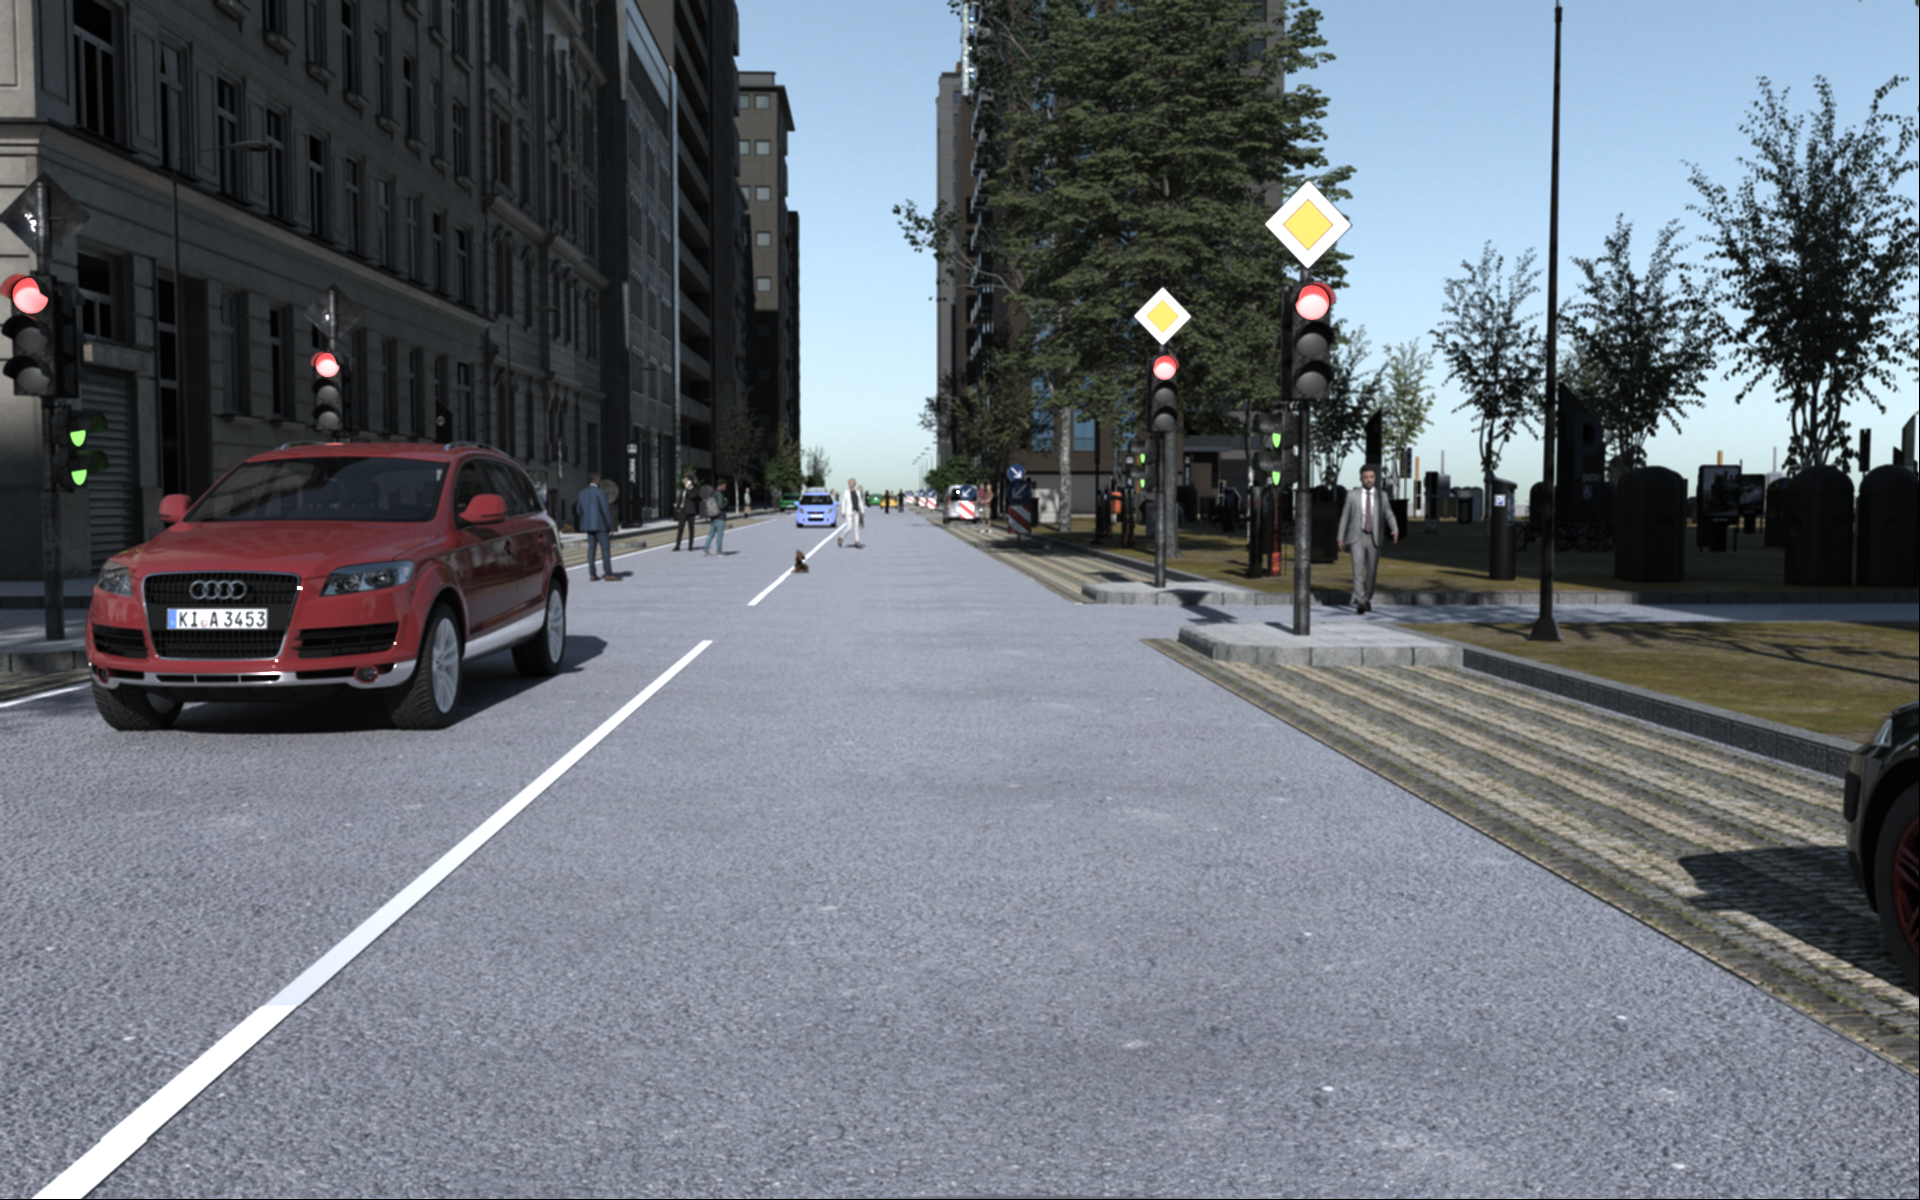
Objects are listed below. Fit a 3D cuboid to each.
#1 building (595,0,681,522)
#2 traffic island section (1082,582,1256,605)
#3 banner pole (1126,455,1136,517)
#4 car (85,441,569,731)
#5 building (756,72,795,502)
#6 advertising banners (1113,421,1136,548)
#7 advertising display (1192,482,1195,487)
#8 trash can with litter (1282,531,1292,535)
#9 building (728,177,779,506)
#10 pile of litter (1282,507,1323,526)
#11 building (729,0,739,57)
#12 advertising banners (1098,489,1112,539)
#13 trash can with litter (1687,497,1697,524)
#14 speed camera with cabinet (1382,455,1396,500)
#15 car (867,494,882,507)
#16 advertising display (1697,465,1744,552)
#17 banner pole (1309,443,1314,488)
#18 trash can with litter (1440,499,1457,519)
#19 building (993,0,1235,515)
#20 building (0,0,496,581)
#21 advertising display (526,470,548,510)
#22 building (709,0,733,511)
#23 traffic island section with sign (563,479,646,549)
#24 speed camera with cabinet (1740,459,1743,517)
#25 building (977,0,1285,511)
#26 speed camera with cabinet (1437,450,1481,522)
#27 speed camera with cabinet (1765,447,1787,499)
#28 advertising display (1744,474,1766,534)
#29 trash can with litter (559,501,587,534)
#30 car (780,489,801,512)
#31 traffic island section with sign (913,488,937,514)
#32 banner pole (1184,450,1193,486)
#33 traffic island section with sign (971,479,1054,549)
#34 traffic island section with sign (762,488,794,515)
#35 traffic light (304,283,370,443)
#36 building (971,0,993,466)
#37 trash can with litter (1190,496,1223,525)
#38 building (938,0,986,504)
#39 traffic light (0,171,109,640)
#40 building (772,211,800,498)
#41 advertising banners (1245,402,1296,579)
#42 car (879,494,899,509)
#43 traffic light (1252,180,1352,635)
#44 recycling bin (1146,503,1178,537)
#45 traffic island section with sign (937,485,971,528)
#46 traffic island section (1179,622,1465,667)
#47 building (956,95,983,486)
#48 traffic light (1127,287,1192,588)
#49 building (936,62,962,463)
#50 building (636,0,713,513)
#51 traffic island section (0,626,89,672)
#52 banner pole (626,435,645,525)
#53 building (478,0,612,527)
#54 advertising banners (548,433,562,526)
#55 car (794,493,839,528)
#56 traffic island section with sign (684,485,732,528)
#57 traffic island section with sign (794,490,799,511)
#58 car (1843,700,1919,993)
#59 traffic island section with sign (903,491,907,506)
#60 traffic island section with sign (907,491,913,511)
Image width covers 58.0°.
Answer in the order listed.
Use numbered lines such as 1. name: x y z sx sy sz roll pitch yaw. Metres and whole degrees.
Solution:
1. building: -21.444 -16.499 87.774 12.078 24.808 19.932 0 4 -3
2. traffic island section: 2.767 -0.090 23.759 2.009 0.180 2.903 0 4 -3
3. banner pole: 9.732 -6.586 97.697 0.863 3.779 0.401 0 4 -5
4. car: -4.169 -0.215 12.194 2.281 1.827 5.304 0 4 -1
5. building: -35.856 -38.614 220.578 28.713 52.752 27.495 0 4 -3
6. advertising banners: 3.951 -2.762 41.339 0.090 3.025 2.074 1 4 17
7. advertising display: 12.692 -5.452 94.349 0.123 1.923 0.974 0 4 5
8. trash can with litter: 9.809 -2.633 54.107 1.678 1.210 2.233 1 4 14
9. building: -36.924 -30.761 194.821 32.217 40.220 23.993 0 4 -3
10. pile of litter: 13.901 -3.441 70.223 1.176 0.858 1.719 -2 4 -31
11. building: -32.902 -34.079 146.430 28.713 52.752 27.495 0 4 -3
12. advertising banners: 4.346 -3.329 50.612 0.090 3.025 2.074 1 4 20
13. trash can with litter: 31.205 -3.822 73.871 0.624 1.170 1.055 3 5 39
14. speed camera with cabinet: 21.933 -5.800 89.170 0.660 3.252 2.038 0 4 1
15. car: -9.249 -11.121 190.625 1.959 1.807 4.718 0 4 -4
16. advertising display: 16.846 -2.033 38.446 0.974 1.923 0.123 -1 4 -12
17. banner pole: 16.992 -5.768 84.321 0.401 3.779 0.863 -3 4 -37
18. trash can with litter: 25.458 -4.821 89.887 2.233 1.210 1.678 2 4 30
19. building: 9.527 -28.366 113.893 14.600 45.320 14.200 0 4 -3
20. building: -21.287 -12.562 38.670 16.112 22.955 30.059 0 4 -3
21. advertising display: -11.375 -2.526 46.513 0.123 1.923 0.974 1 4 18
22. building: -24.236 -29.120 126.224 14.600 45.320 14.200 0 4 -3
23. traffic island section with sign: -9.427 -2.294 46.134 1.989 1.847 2.006 0 4 -3
24. speed camera with cabinet: 44.417 -6.356 98.248 0.660 3.252 2.038 2 4 28
25. building: 12.030 -42.346 130.609 20.563 71.187 20.611 0 4 -3
26. speed camera with cabinet: 22.559 -5.153 78.580 2.038 3.252 0.660 0 4 6
27. speed camera with cabinet: 34.737 -4.764 72.220 2.038 3.252 0.660 3 5 45
28. advertising display: 25.604 -3.113 56.109 0.123 1.923 0.974 -2 4 -30
29. trash can with litter: -12.527 -2.764 56.575 0.624 1.170 1.055 3 4 38
30. car: -13.371 -7.876 137.569 1.959 1.807 4.718 0 4 -2
31. traffic island section with sign: -2.164 -7.032 123.596 1.989 1.847 2.006 0 4 -3
32. banner pole: 12.925 -6.585 97.685 0.401 3.779 0.863 -2 4 -34
33. traffic island section with sign: 1.410 -2.290 46.076 1.989 1.847 2.006 0 4 -3
34. traffic island section with sign: -12.900 -6.912 121.639 1.989 1.847 2.006 0 4 -3
35. traffic light: -8.322 -2.092 23.121 0.839 4.253 0.868 0 4 -3
36. building: 12.497 -32.883 157.249 23.786 49.044 30.456 0 4 -3
37. trash can with litter: 10.697 -3.797 73.139 1.678 1.210 2.233 -1 4 -14
38. building: 8.967 -55.060 212.902 22.319 86.520 31.000 0 4 -3
39. traffic light: -7.955 -1.604 15.144 0.839 4.253 0.868 0 4 -3
40. building: -29.826 -34.219 243.082 14.154 41.232 14.086 0 4 -3
41. advertising banners: 4.890 -1.880 26.920 0.090 3.025 2.074 2 4 32
42. car: -6.901 -9.676 168.418 2.015 1.641 3.980 0 4 -3
43. traffic light: 3.094 -1.636 15.667 0.839 4.253 0.868 0 4 -3
44. recycling bin: 5.994 -2.376 51.398 0.722 1.027 0.722 3 4 36
45. traffic island section with sign: 0.149 -3.959 73.361 1.989 1.847 2.006 0 4 -3
46. traffic island section: 3.134 0.397 15.783 2.009 0.180 2.903 0 4 -3
47. building: 6.739 -33.107 191.412 14.600 45.320 14.200 0 4 -3
48. traffic light: 2.726 -2.124 23.643 0.839 4.253 0.868 0 4 -3
49. building: 7.247 -42.929 243.891 21.231 58.520 28.212 0 4 -3
50. building: -27.262 -29.598 107.631 21.300 48.544 21.600 0 4 -3
51. traffic island section: -7.996 0.428 15.277 2.009 0.180 2.903 0 4 -3
52. banner pole: -13.641 -5.072 72.944 0.863 3.779 0.401 -1 4 -20
53. building: -21.700 -17.025 65.752 14.401 28.519 23.554 0 4 -3
54. advertising banners: -11.444 -3.218 48.794 0.090 3.025 2.074 0 4 1
55. car: -6.196 -3.990 74.833 1.945 1.707 3.694 0 4 -4
56. traffic island section with sign: -10.654 -3.941 73.062 1.989 1.847 2.006 0 4 -3
57. traffic island section with sign: -14.165 -8.595 149.161 1.989 1.847 2.006 0 4 -3
58. car: 3.602 0.377 3.618 2.009 1.686 4.222 0 4 -2
59. traffic island section with sign: -5.954 -12.081 206.154 1.989 1.847 2.006 0 4 -3
60. traffic island section with sign: -3.406 -8.685 150.621 1.989 1.847 2.006 0 4 -3
